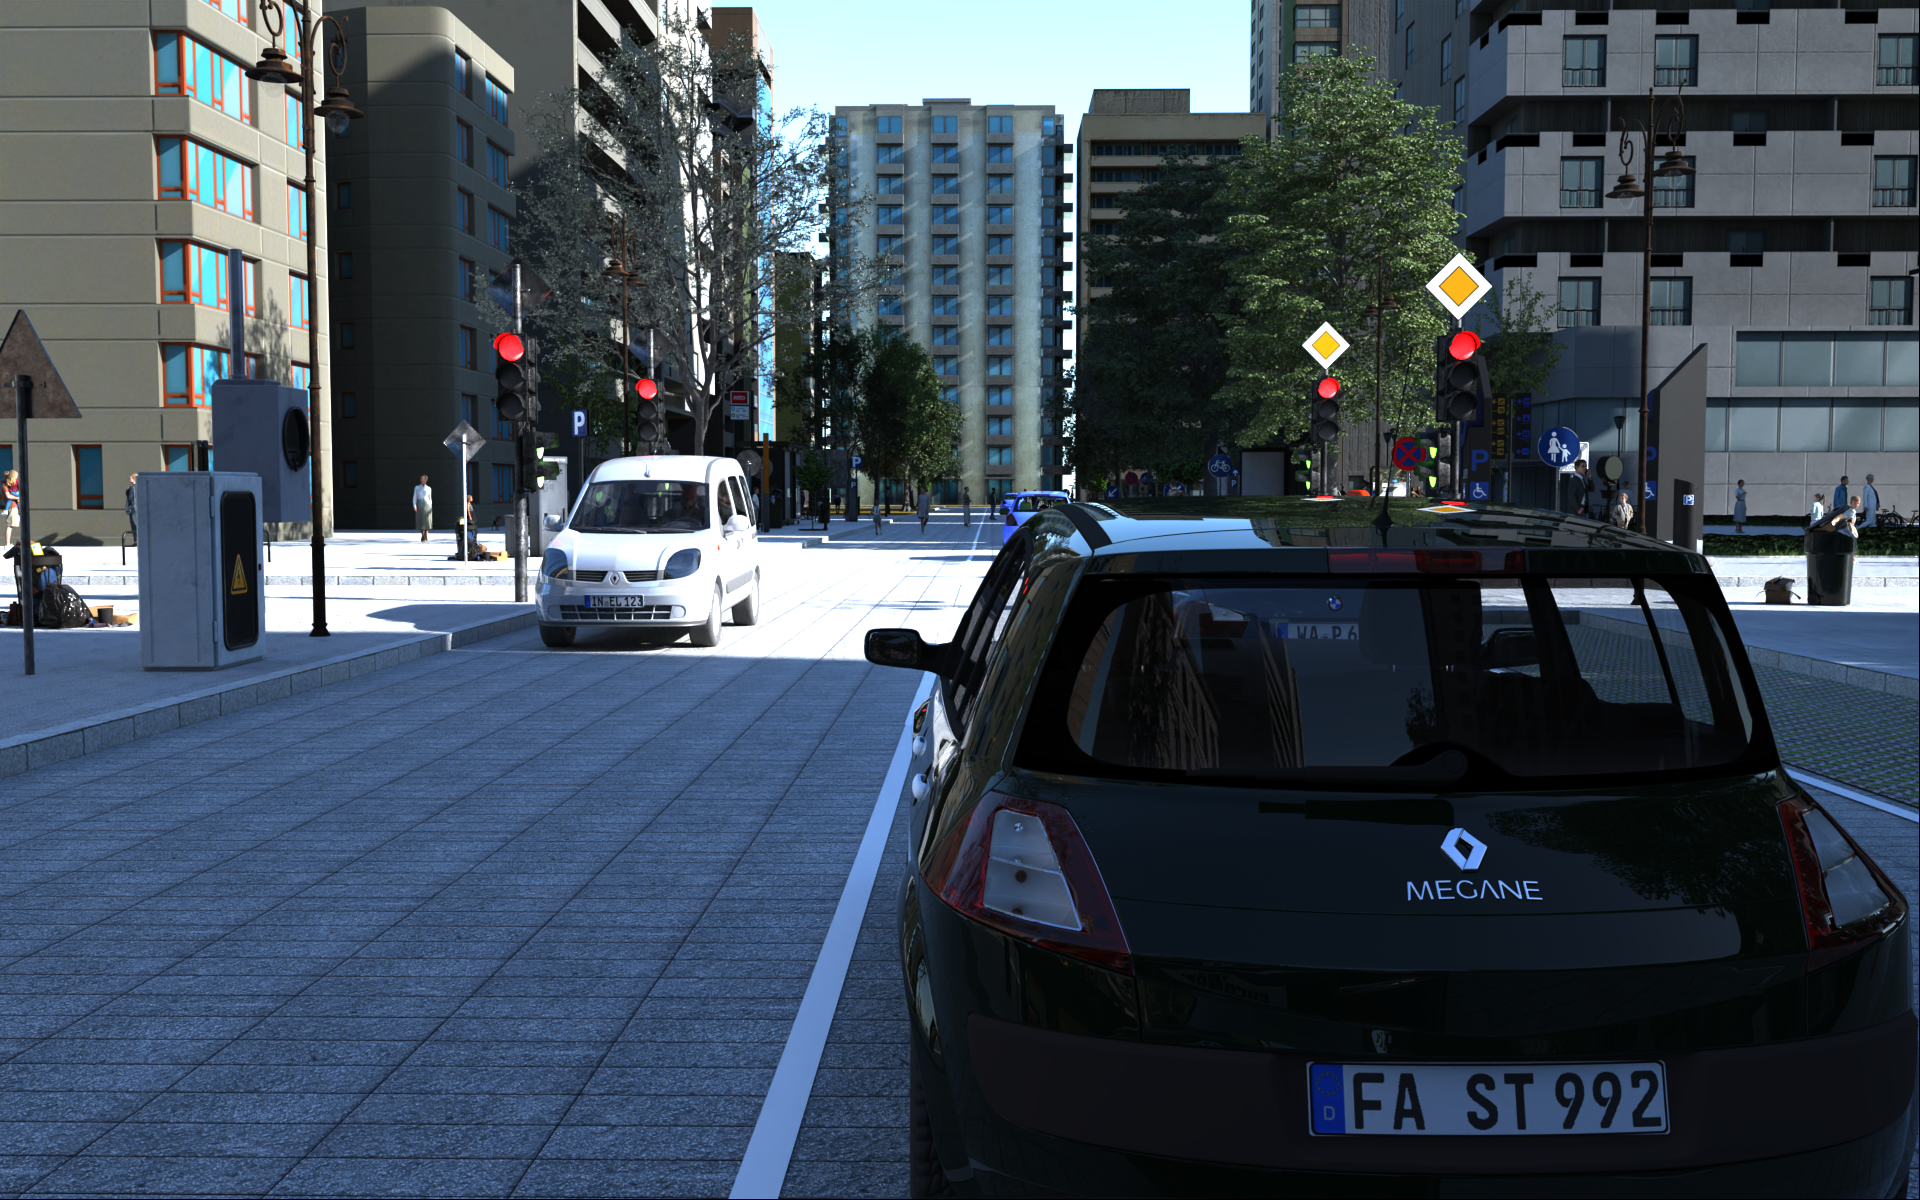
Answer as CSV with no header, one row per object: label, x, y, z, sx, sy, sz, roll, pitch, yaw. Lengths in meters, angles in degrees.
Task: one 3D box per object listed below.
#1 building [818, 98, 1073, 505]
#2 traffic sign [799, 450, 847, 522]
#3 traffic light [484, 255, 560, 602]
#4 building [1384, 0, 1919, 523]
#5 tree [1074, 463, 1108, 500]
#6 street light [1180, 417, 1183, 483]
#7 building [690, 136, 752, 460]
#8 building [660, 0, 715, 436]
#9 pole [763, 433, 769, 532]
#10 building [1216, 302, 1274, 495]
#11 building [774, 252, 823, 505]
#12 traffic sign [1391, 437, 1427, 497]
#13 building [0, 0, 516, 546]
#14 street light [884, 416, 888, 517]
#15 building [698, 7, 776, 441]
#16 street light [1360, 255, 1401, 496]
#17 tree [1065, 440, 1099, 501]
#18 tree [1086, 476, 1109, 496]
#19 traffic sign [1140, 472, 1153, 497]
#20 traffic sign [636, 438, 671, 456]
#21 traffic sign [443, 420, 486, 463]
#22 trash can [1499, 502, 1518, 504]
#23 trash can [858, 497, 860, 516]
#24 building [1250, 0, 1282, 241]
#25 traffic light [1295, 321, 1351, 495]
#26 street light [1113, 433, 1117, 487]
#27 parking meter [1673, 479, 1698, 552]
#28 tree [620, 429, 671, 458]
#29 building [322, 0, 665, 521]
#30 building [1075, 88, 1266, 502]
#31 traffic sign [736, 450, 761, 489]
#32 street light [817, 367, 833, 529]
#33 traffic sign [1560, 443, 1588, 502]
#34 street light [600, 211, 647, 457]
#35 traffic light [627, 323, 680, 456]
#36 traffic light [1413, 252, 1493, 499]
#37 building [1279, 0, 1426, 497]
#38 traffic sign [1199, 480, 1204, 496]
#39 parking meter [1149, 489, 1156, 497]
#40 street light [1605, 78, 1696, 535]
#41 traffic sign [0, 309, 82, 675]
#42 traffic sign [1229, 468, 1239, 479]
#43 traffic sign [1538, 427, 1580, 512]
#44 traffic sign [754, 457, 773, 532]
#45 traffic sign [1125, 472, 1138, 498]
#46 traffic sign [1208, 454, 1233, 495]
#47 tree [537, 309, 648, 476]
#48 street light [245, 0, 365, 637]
building,-1.638,-36.254,212.362,30.456,49.044,23.786,0,4,1
traffic sign,-6.295,-5.216,79.159,2.265,3.308,0.079,0,4,4
traffic light,-5.190,-1.928,20.443,0.839,4.253,0.868,0,4,1
building,38.287,-30.524,88.304,28.713,52.752,27.495,0,4,1
tree,11.187,-9.997,147.172,4.285,4.588,4.351,0,3,0
street light,8.762,-5.860,68.593,0.468,5.910,1.993,0,4,1
building,-24.805,-22.514,139.799,14.160,30.474,14.107,0,4,1
building,-31.877,-32.318,117.639,28.713,52.752,27.495,0,4,1
pole,-6.471,-3.914,57.831,0.158,3.312,0.155,0,3,0
building,37.976,-18.680,150.462,27.650,21.520,28.899,0,4,1
building,-24.014,-26.682,207.949,14.107,30.474,14.160,0,4,1
traffic sign,9.945,-2.346,38.455,0.768,2.556,0.104,0,4,8
building,-32.172,-12.933,56.494,27.650,21.520,28.899,0,4,1
street light,-4.181,-7.640,97.694,0.468,5.910,1.993,0,4,1
building,-24.894,-31.081,158.292,14.200,45.320,14.600,0,4,1
street light,8.152,-3.729,33.758,0.468,5.910,1.993,0,4,1
tree,10.019,-11.404,136.822,4.360,8.622,3.978,0,3,0
tree,9.901,-7.969,124.889,1.663,3.219,1.824,0,3,0
traffic sign,10.884,-6.170,100.980,0.768,2.556,0.104,0,4,5
traffic sign,-6.526,-2.250,36.896,0.768,2.556,0.104,0,4,6
traffic sign,-8.769,-1.891,30.649,0.795,2.593,0.064,1,4,8
trash can,9.423,-1.154,30.519,0.748,1.137,0.748,0,3,0
trash can,-6.135,-5.458,100.889,0.748,1.137,0.748,0,3,0
building,46.593,-47.165,209.399,20.611,71.187,20.563,0,4,1
traffic light,5.915,-2.405,28.243,0.839,4.253,0.868,0,4,1
street light,9.297,-7.963,102.990,0.468,5.910,1.993,0,4,1
parking meter,11.989,-1.237,28.632,0.372,1.533,0.369,0,3,0
tree,-13.986,-5.838,79.169,4.285,4.588,4.351,0,3,0
building,-27.928,-28.445,88.784,21.300,48.544,21.600,0,4,1
building,24.829,-35.906,210.767,21.600,48.544,21.300,0,4,1
traffic sign,-6.120,-3.052,50.012,0.768,2.556,0.104,1,4,9
street light,-4.927,-5.536,63.301,0.468,5.910,1.993,0,4,1
traffic sign,12.090,-1.966,34.269,0.606,2.300,0.079,0,4,5
street light,-5.533,-3.418,28.680,0.468,5.910,1.993,0,4,1
traffic light,-5.044,-2.416,28.427,0.839,4.253,0.868,0,4,1
traffic light,5.770,-1.917,20.260,0.839,4.253,0.868,0,4,1
building,30.494,-27.180,127.987,14.154,41.232,14.086,0,4,1
traffic sign,11.698,-5.151,84.323,0.768,2.556,0.104,0,4,3
parking meter,10.128,-5.069,91.292,0.372,1.533,0.369,0,3,0
street light,7.854,-2.879,19.858,0.468,5.910,1.993,0,4,1
traffic sign,-6.611,-0.748,12.234,0.884,2.594,0.081,1,4,9
traffic sign,13.479,-5.160,84.466,0.768,2.556,0.104,0,4,6
traffic sign,11.316,-2.000,32.798,0.768,2.556,0.104,1,4,9
traffic sign,-6.752,-3.604,59.031,0.768,2.556,0.104,0,4,7
traffic sign,9.900,-6.118,100.131,0.768,2.556,0.104,0,4,7
traffic sign,8.240,-3.351,54.888,0.768,2.556,0.104,0,4,3
tree,-14.110,-7.136,67.042,4.737,8.622,4.395,0,3,0
street light,-5.786,-2.611,15.477,0.468,5.910,1.993,0,4,1
